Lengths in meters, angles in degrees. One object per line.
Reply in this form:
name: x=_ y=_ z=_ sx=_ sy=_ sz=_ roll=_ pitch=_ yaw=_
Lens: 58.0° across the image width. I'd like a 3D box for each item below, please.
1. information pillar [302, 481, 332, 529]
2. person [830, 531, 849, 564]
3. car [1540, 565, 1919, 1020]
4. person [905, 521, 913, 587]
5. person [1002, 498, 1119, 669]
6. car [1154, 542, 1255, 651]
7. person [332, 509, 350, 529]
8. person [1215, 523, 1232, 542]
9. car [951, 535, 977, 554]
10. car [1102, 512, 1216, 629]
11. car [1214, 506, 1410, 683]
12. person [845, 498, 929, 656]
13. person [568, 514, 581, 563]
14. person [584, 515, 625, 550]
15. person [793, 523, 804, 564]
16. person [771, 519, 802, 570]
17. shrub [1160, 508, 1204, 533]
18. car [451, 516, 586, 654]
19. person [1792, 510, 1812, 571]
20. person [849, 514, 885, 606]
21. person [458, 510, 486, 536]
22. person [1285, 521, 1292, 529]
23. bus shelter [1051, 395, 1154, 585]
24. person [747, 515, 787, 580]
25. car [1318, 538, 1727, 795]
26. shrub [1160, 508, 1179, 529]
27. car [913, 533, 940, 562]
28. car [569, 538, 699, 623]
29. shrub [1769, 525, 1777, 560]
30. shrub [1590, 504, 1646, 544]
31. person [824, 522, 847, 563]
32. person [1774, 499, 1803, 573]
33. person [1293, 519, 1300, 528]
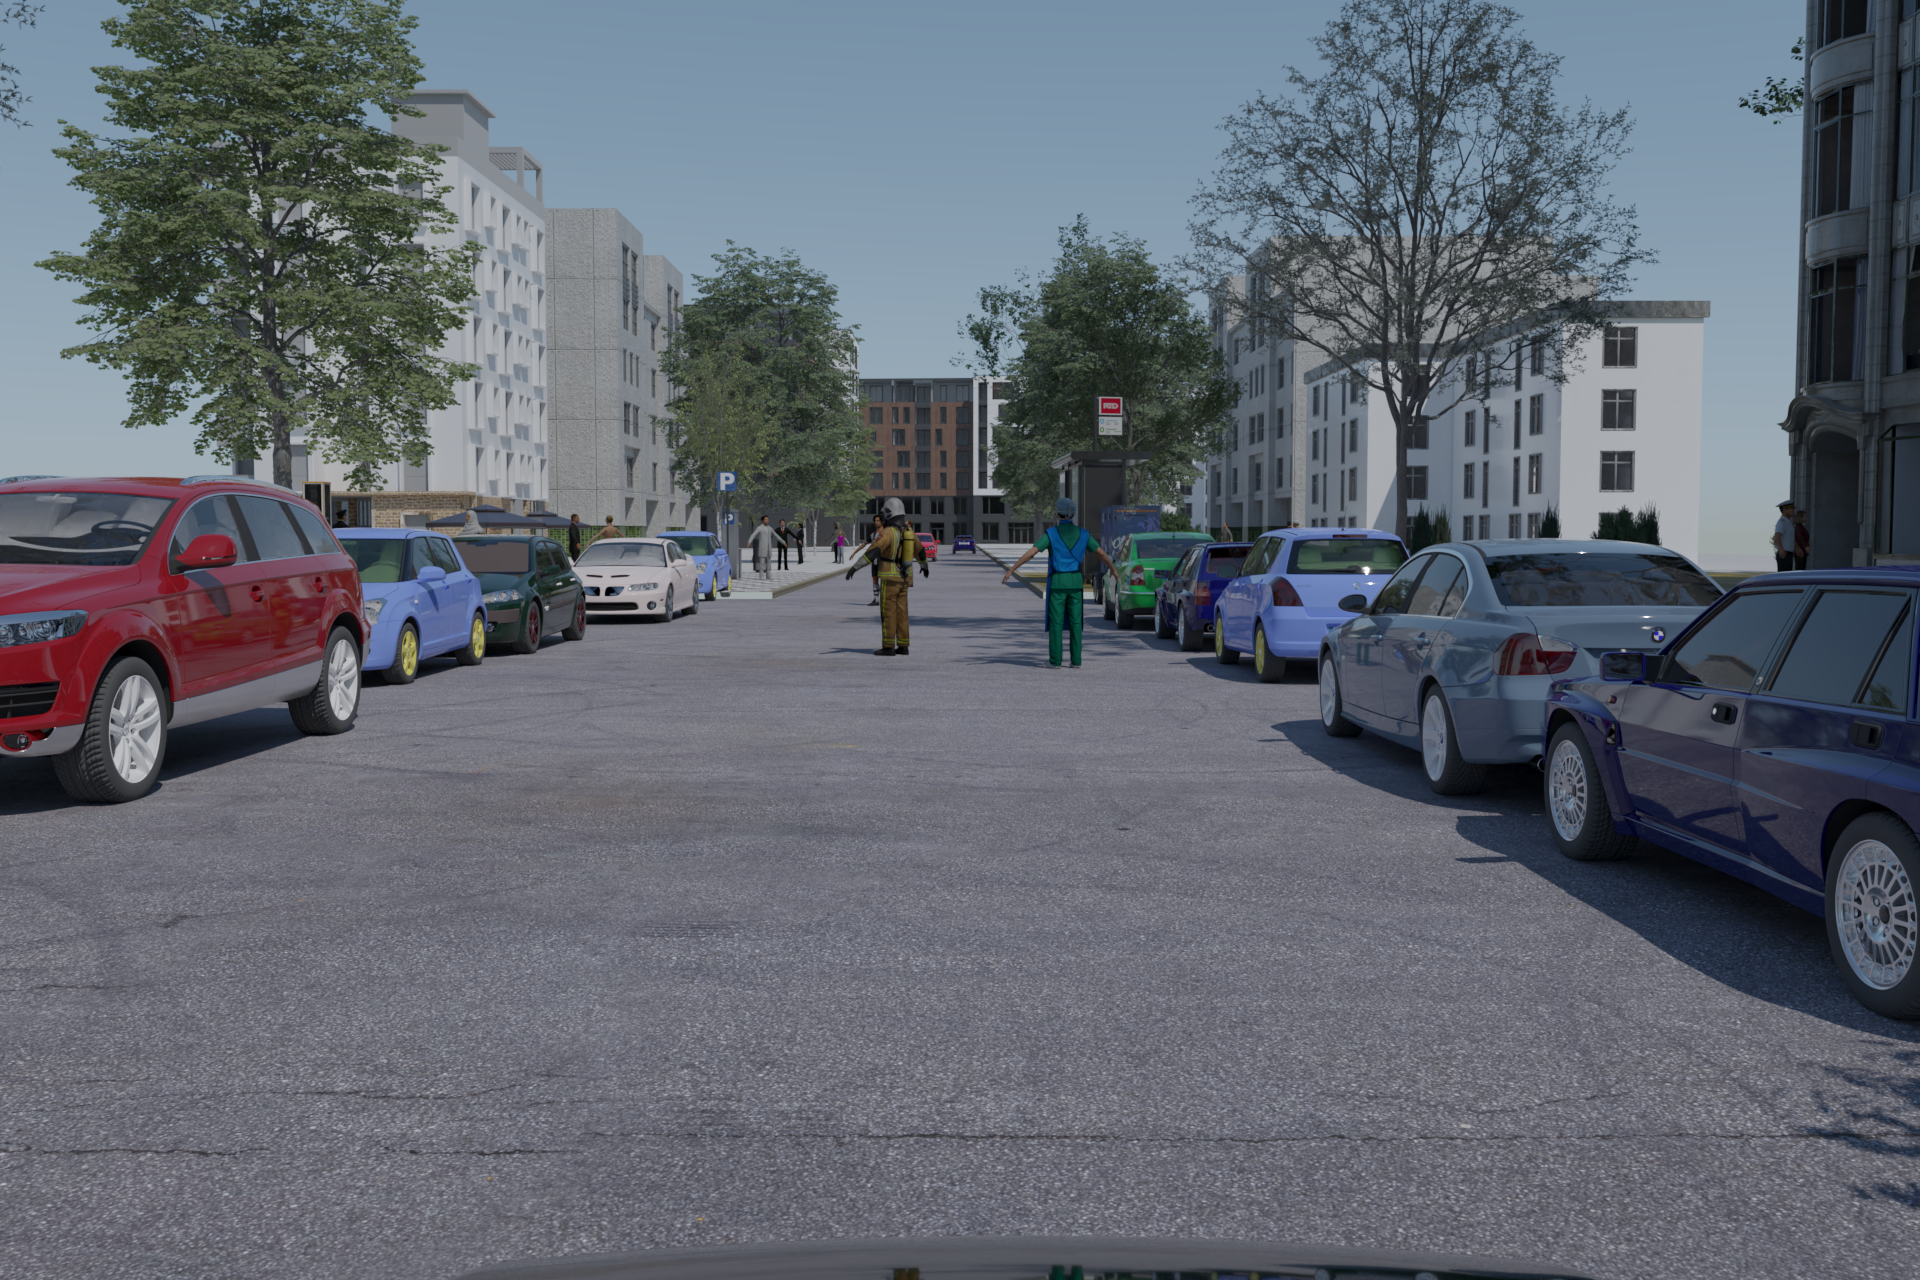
information pillar: x=-9.010 y=-1.212 z=24.312 sx=0.304 sy=2.012 sz=0.304 roll=0 pitch=4 yaw=-1
person: x=-5.123 y=-3.954 z=73.907 sx=0.991 sy=1.433 sz=0.599 roll=2 pitch=4 yaw=29
car: x=3.547 y=0.374 z=6.461 sx=1.945 sy=1.354 sz=3.894 roll=0 pitch=4 yaw=-1
person: x=-1.405 y=-2.331 z=46.848 sx=0.705 sy=1.796 sz=1.348 roll=0 pitch=4 yaw=-8
person: x=1.108 y=-0.605 z=18.482 sx=1.347 sy=1.817 sz=0.704 roll=-1 pitch=4 yaw=-19
car: x=3.551 y=-0.608 z=22.529 sx=1.945 sy=1.354 sz=3.894 roll=0 pitch=4 yaw=0
person: x=-13.840 y=-2.015 z=38.874 sx=1.347 sy=1.837 sz=0.705 roll=2 pitch=4 yaw=27
person: x=11.920 y=-4.382 z=77.914 sx=0.705 sy=1.796 sz=1.348 roll=-2 pitch=4 yaw=-24
car: x=0.301 y=-6.923 z=125.772 sx=1.945 sy=1.354 sz=3.894 roll=0 pitch=4 yaw=0
car: x=3.257 y=-1.142 z=27.463 sx=1.959 sy=1.807 sz=4.718 roll=0 pitch=4 yaw=0
car: x=3.697 y=-0.514 z=18.002 sx=1.945 sy=1.707 sz=3.694 roll=0 pitch=4 yaw=-1
person: x=-0.794 y=-0.748 z=20.452 sx=0.705 sy=1.858 sz=1.354 roll=3 pitch=5 yaw=42
person: x=-9.877 y=-2.344 z=44.554 sx=0.704 sy=1.802 sz=1.346 roll=-1 pitch=4 yaw=-13
person: x=-8.458 y=-2.128 z=41.589 sx=1.217 sy=1.733 sz=0.721 roll=-3 pitch=5 yaw=-42
person: x=-6.829 y=-4.066 z=73.192 sx=0.721 sy=1.740 sz=1.216 roll=1 pitch=4 yaw=11
person: x=-6.260 y=-3.362 z=61.160 sx=1.347 sy=1.806 sz=0.705 roll=-1 pitch=4 yaw=-13
shrub: x=6.044 y=-2.692 z=48.431 sx=1.690 sy=2.028 sz=1.600 roll=0 pitch=3 yaw=0
car: x=-5.936 y=-0.742 z=21.919 sx=2.009 sy=1.686 sz=4.222 roll=0 pitch=3 yaw=0
person: x=16.003 y=-1.591 z=32.820 sx=0.721 sy=1.729 sz=1.215 roll=1 pitch=4 yaw=21
person: x=-1.608 y=-1.579 z=34.414 sx=1.345 sy=1.843 sz=0.704 roll=2 pitch=4 yaw=34
person: x=-9.439 y=-1.618 z=33.222 sx=1.217 sy=1.736 sz=0.721 roll=2 pitch=4 yaw=33
person: x=13.453 y=-3.953 z=70.767 sx=1.346 sy=1.812 sz=0.704 roll=1 pitch=4 yaw=16
bus shelter: x=3.736 y=-4.301 z=47.948 sx=2.179 sy=5.291 sz=8.768 roll=0 pitch=4 yaw=-2
person: x=-5.445 y=-2.592 z=48.565 sx=1.347 sy=1.806 sz=0.705 roll=-3 pitch=5 yaw=-41
car: x=3.469 y=0.074 z=10.789 sx=2.014 sy=1.417 sz=4.499 roll=0 pitch=3 yaw=0
shrub: x=6.134 y=-2.925 z=51.869 sx=1.661 sy=2.075 sz=1.752 roll=0 pitch=3 yaw=0
car: x=-2.100 y=-4.985 z=90.549 sx=2.155 sy=1.783 sz=4.494 roll=0 pitch=4 yaw=0
car: x=-5.610 y=-1.050 z=29.530 sx=2.083 sy=1.381 sz=4.827 roll=0 pitch=3 yaw=0
shrub: x=28.015 y=-3.274 z=57.957 sx=1.690 sy=2.028 sz=1.600 roll=0 pitch=3 yaw=0
shrub: x=17.310 y=-2.527 z=45.362 sx=1.661 sy=2.075 sz=1.752 roll=0 pitch=3 yaw=0
person: x=-5.421 y=-4.297 z=76.380 sx=1.348 sy=1.813 sz=0.705 roll=3 pitch=4 yaw=38
person: x=13.455 y=-1.369 z=28.179 sx=0.704 sy=1.855 sz=1.343 roll=3 pitch=4 yaw=37
person: x=11.005 y=-3.106 z=57.255 sx=0.721 sy=1.772 sz=1.216 roll=1 pitch=4 yaw=9
